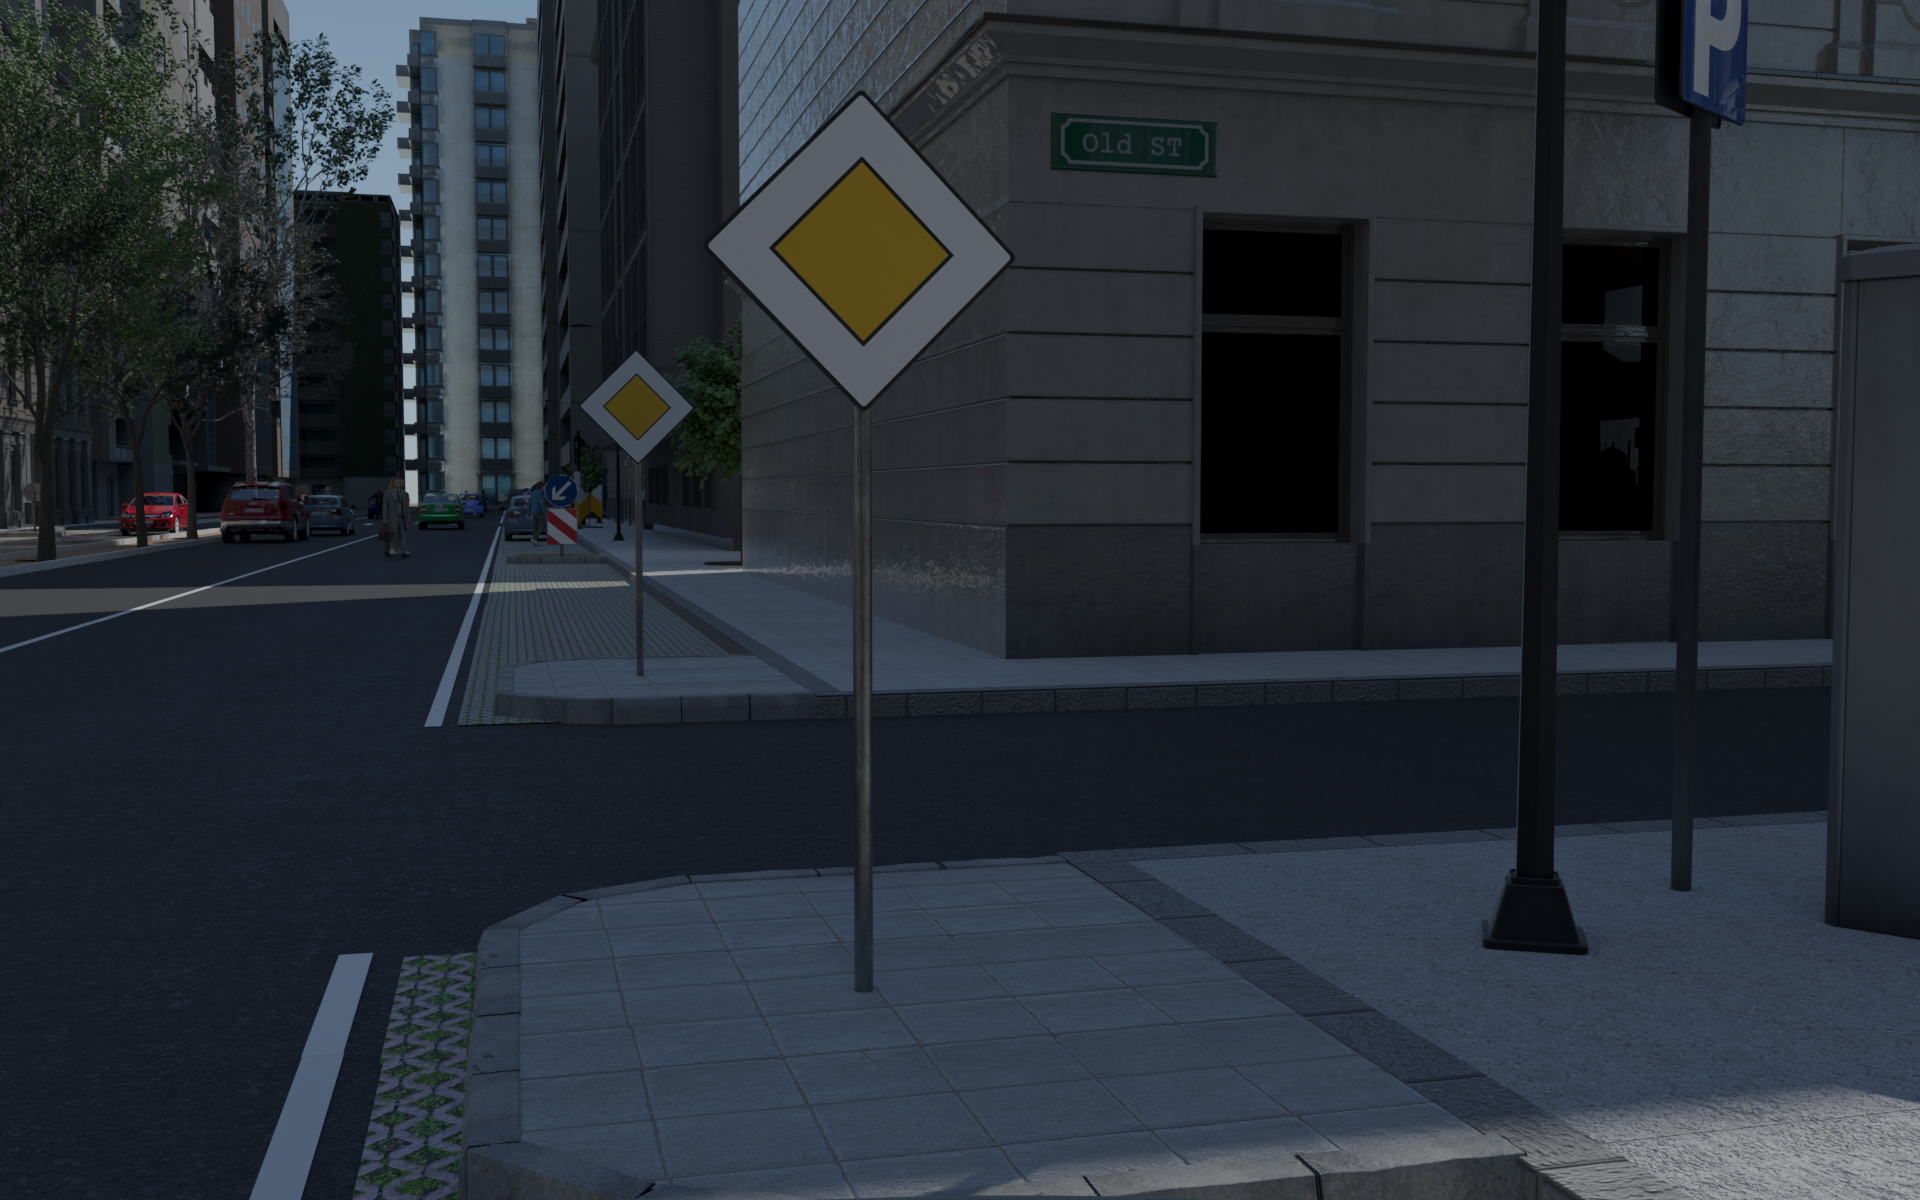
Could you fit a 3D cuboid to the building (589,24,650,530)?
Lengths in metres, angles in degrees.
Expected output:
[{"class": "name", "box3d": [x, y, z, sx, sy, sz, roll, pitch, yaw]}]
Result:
[{"class": "building", "box3d": [-8.974, -16.963, 74.616, 12.463, 27.353, 25.104, -1, 4, -14]}]

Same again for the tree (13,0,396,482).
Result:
[{"class": "tree", "box3d": [-28.383, -12.701, 66.003, 12.611, 20.169, 13.585, 0, 3, 0]}]

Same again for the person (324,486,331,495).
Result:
[{"class": "person", "box3d": [-28.383, -4.219, 77.662, 0.709, 1.800, 0.728, 3, 4, 37]}]

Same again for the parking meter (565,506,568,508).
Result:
[{"class": "parking meter", "box3d": [-17.619, -4.416, 77.918, 0.255, 1.863, 0.399, -1, 4, -18]}]

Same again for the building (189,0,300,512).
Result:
[{"class": "building", "box3d": [-63.942, -30.244, 144.596, 14.200, 45.320, 14.600, -1, 4, -14]}]

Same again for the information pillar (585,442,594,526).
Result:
[{"class": "information pillar", "box3d": [-15.191, -4.814, 70.070, 0.504, 3.616, 0.183, -3, 5, -40]}]

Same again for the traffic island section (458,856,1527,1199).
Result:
[{"class": "traffic island section", "box3d": [-0.231, 1.088, 4.498, 2.009, 0.180, 2.903, -1, 4, -14]}]

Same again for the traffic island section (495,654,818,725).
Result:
[{"class": "traffic island section", "box3d": [-2.236, 0.615, 12.228, 2.009, 0.180, 2.903, -1, 4, -14]}]

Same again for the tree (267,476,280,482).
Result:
[{"class": "tree", "box3d": [-55.149, -8.806, 138.580, 1.663, 3.219, 1.824, 0, 3, 0]}]

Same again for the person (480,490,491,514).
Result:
[{"class": "person", "box3d": [-34.390, -7.096, 125.239, 0.721, 1.735, 1.217, 2, 4, 33]}]

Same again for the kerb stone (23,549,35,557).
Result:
[{"class": "kerb stone", "box3d": [-21.147, -1.036, 39.128, 0.120, 0.150, 1.000, -1, 4, -14]}]

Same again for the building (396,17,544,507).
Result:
[{"class": "building", "box3d": [-41.270, -34.138, 177.764, 30.456, 49.044, 23.786, -1, 4, -14]}]

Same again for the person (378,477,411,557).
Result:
[{"class": "person", "box3d": [-12.759, -1.870, 39.178, 0.694, 1.812, 0.767, -3, 5, -44]}]

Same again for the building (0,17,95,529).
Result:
[{"class": "building", "box3d": [-40.528, -13.268, 66.089, 9.793, 20.994, 18.267, -1, 4, -14]}]

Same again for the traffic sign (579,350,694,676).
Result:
[{"class": "traffic sign", "box3d": [-2.257, -0.520, 12.145, 0.795, 2.450, 0.064, -1, 4, -14]}]

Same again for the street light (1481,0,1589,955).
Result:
[{"class": "street light", "box3d": [1.122, -1.965, 4.671, 1.470, 5.913, 1.316, -1, 4, -14]}]

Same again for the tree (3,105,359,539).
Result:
[{"class": "tree", "box3d": [-24.314, -8.663, 54.462, 12.009, 13.543, 11.850, 0, 3, 0]}]

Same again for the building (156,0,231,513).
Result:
[{"class": "building", "box3d": [-60.275, -31.403, 102.673, 28.713, 52.752, 27.495, -1, 4, -14]}]

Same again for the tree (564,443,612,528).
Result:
[{"class": "tree", "box3d": [-14.251, -4.358, 65.860, 1.663, 3.219, 1.824, 0, 3, 0]}]

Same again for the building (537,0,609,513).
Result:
[{"class": "building", "box3d": [-25.263, -32.202, 150.201, 21.300, 48.544, 21.600, -1, 4, -14]}]

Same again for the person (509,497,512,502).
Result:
[{"class": "person", "box3d": [-19.368, -3.814, 75.145, 0.394, 1.301, 0.425, -1, 4, -17]}]

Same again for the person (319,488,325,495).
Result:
[{"class": "person", "box3d": [-33.753, -5.054, 91.795, 0.551, 1.740, 0.621, -2, 4, -23]}]

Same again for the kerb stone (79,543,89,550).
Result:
[{"class": "kerb stone", "box3d": [-22.431, -1.339, 44.085, 0.120, 0.150, 1.000, -1, 4, -14]}]

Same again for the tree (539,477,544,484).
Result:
[{"class": "tree", "box3d": [-38.455, -10.151, 160.571, 1.663, 3.219, 1.824, 0, 3, 0]}]

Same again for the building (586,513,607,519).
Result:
[{"class": "building", "box3d": [-12.648, -29.257, 102.047, 21.300, 48.544, 21.600, -1, 4, -14]}]

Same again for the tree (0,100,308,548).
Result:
[{"class": "tree", "box3d": [-21.342, -6.620, 45.107, 8.767, 10.594, 7.601, -1, 4, -14]}]

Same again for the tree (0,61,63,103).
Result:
[{"class": "tree", "box3d": [-17.203, -5.542, 27.489, 8.767, 10.594, 7.601, -1, 4, -14]}]

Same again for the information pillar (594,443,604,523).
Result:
[{"class": "information pillar", "box3d": [-15.883, -5.163, 75.768, 0.504, 3.616, 0.183, 0, 4, 3]}]

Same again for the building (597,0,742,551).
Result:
[{"class": "building", "box3d": [-2.906, -15.730, 50.691, 14.314, 27.812, 24.014, -1, 4, -14]}]

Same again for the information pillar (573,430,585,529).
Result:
[{"class": "information pillar", "box3d": [-14.004, -4.405, 63.373, 0.183, 3.616, 0.504, -2, 4, -31]}]

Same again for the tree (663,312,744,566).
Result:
[{"class": "tree", "box3d": [-4.004, -2.931, 31.635, 4.285, 4.588, 4.351, 0, 3, 0]}]

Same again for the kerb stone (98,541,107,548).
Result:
[{"class": "kerb stone", "box3d": [-22.943, -1.453, 46.073, 0.120, 0.150, 1.000, -1, 4, -14]}]

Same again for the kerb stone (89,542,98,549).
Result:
[{"class": "kerb stone", "box3d": [-22.688, -1.391, 45.075, 0.120, 0.150, 1.000, -1, 4, -14]}]

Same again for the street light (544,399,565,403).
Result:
[{"class": "street light", "box3d": [-19.713, -6.892, 85.224, 1.470, 5.913, 1.316, -1, 4, -14]}]

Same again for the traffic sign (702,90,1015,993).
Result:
[{"class": "traffic sign", "box3d": [-0.252, -0.047, 4.415, 0.795, 2.450, 0.064, -1, 4, -14]}]

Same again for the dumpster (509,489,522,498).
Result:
[{"class": "dumpster", "box3d": [-37.429, -8.506, 147.281, 1.865, 1.857, 1.264, -1, 4, -15]}]

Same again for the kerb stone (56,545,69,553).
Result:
[{"class": "kerb stone", "box3d": [-21.915, -1.217, 42.098, 0.120, 0.150, 1.000, -1, 4, -14]}]

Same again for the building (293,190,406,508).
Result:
[{"class": "building", "box3d": [-61.522, -24.219, 167.676, 14.107, 30.474, 14.160, -1, 4, -14]}]

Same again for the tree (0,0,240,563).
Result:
[{"class": "tree", "box3d": [-19.131, -6.598, 36.098, 9.928, 11.665, 9.643, 0, 3, 0]}]

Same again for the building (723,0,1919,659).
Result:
[{"class": "building", "box3d": [19.127, -15.235, 25.503, 44.131, 29.872, 17.030, -1, 4, -14]}]

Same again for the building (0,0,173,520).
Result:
[{"class": "building", "box3d": [-47.935, -24.537, 84.779, 14.154, 41.232, 14.086, -1, 4, -14]}]

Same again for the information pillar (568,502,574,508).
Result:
[{"class": "information pillar", "box3d": [-15.890, -4.074, 71.102, 0.304, 2.012, 0.304, -2, 4, -29]}]

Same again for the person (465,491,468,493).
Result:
[{"class": "person", "box3d": [-44.435, -8.947, 155.576, 0.721, 1.735, 1.217, 1, 4, 12]}]

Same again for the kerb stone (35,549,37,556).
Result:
[{"class": "kerb stone", "box3d": [-21.397, -1.096, 40.120, 0.120, 0.150, 1.000, -1, 4, -14]}]

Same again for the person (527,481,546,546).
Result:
[{"class": "person", "box3d": [-11.542, -2.347, 47.223, 0.444, 1.785, 0.601, -3, 5, -40]}]

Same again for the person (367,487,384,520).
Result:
[{"class": "person", "box3d": [-32.060, -5.328, 95.640, 1.348, 1.821, 0.705, -1, 4, -23]}]

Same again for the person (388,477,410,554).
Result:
[{"class": "person", "box3d": [-13.486, -2.018, 41.463, 0.573, 1.828, 0.580, 0, 4, -1]}]

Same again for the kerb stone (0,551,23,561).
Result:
[{"class": "kerb stone", "box3d": [-20.890, -0.972, 38.138, 0.120, 0.150, 1.000, -1, 4, -14]}]

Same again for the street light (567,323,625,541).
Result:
[{"class": "street light", "box3d": [-9.900, -4.571, 47.279, 1.470, 5.913, 1.316, -1, 4, -14]}]

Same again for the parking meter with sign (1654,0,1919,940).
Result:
[{"class": "parking meter with sign", "box3d": [2.942, -0.532, 4.963, 1.738, 3.016, 0.543, 3, 5, 43]}]

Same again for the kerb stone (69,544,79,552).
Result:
[{"class": "kerb stone", "box3d": [-22.173, -1.276, 43.095, 0.120, 0.150, 1.000, -1, 4, -14]}]
